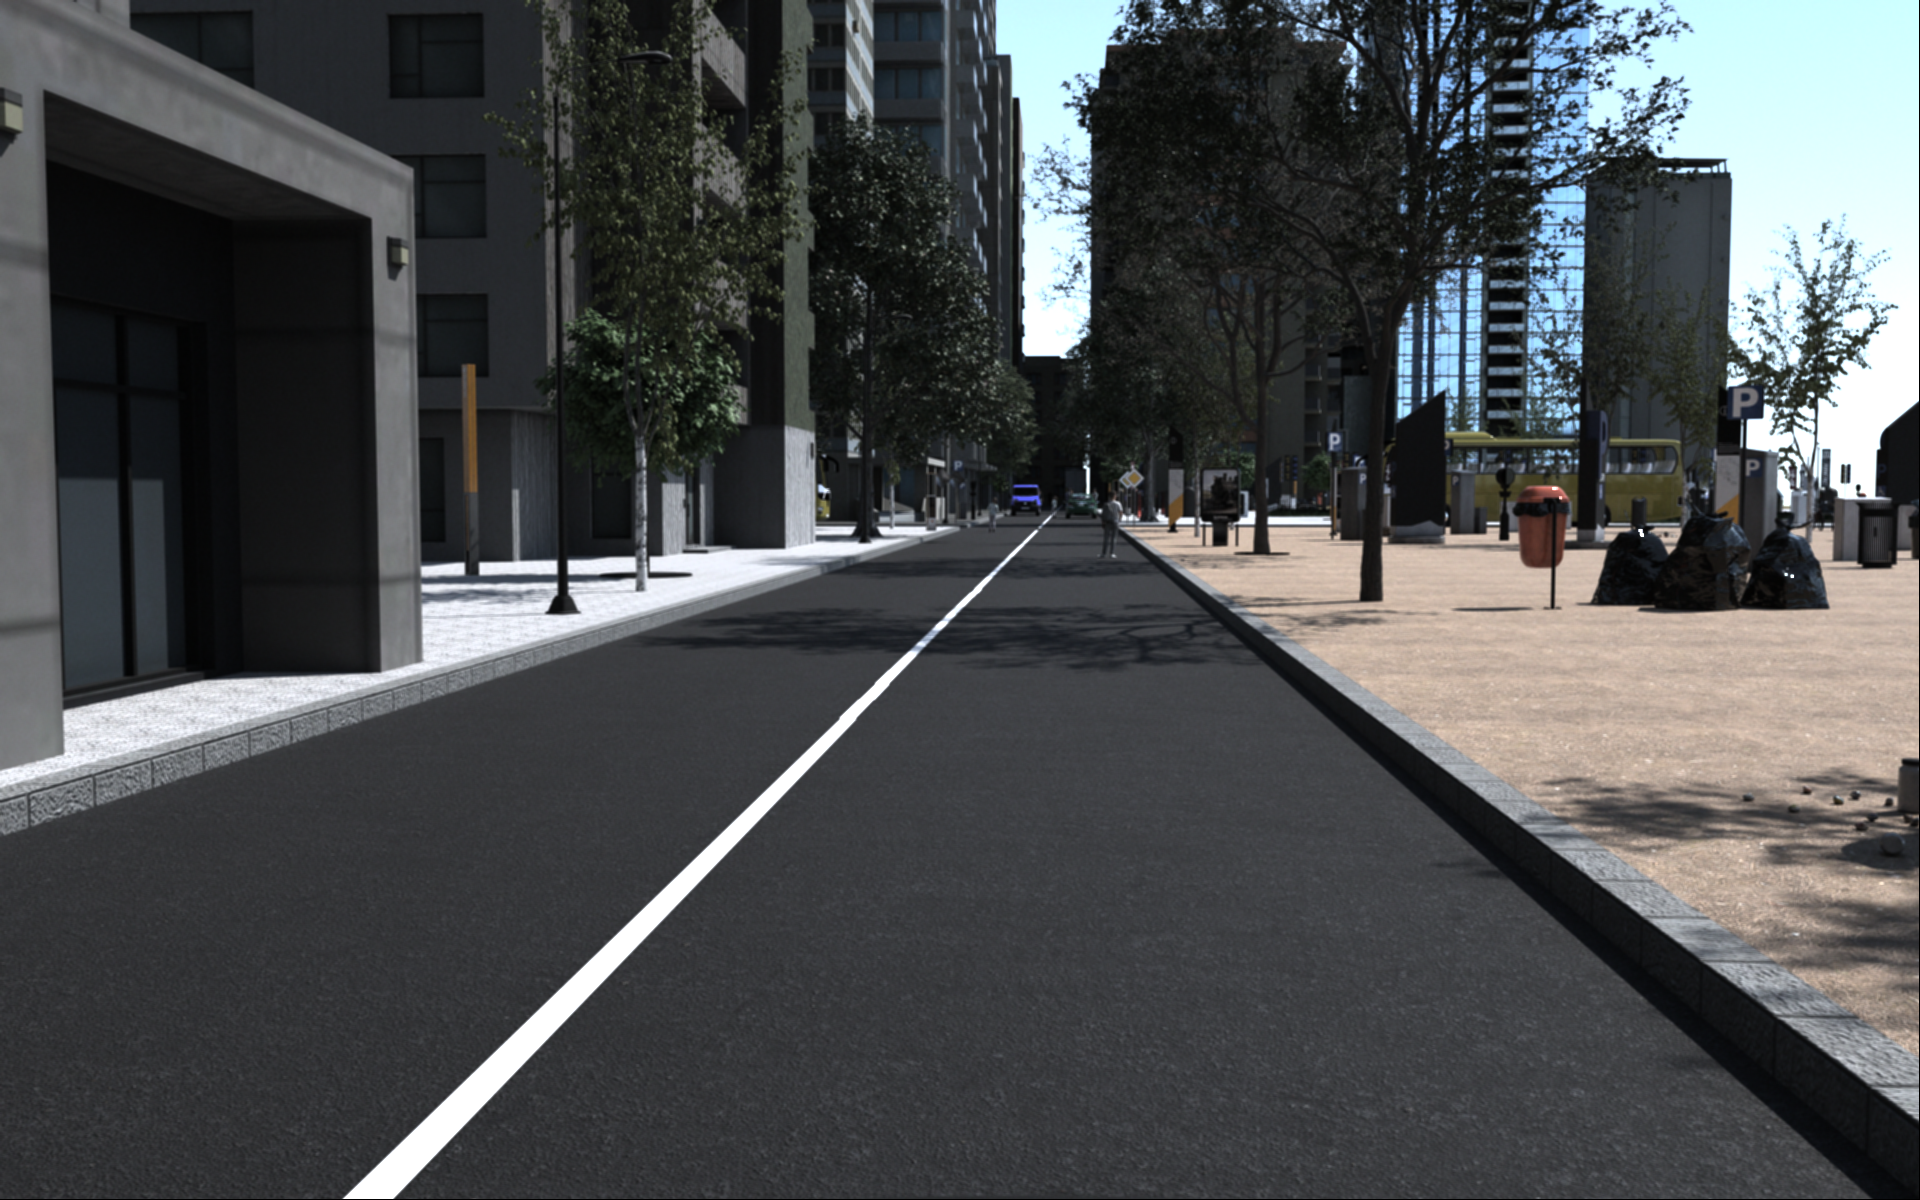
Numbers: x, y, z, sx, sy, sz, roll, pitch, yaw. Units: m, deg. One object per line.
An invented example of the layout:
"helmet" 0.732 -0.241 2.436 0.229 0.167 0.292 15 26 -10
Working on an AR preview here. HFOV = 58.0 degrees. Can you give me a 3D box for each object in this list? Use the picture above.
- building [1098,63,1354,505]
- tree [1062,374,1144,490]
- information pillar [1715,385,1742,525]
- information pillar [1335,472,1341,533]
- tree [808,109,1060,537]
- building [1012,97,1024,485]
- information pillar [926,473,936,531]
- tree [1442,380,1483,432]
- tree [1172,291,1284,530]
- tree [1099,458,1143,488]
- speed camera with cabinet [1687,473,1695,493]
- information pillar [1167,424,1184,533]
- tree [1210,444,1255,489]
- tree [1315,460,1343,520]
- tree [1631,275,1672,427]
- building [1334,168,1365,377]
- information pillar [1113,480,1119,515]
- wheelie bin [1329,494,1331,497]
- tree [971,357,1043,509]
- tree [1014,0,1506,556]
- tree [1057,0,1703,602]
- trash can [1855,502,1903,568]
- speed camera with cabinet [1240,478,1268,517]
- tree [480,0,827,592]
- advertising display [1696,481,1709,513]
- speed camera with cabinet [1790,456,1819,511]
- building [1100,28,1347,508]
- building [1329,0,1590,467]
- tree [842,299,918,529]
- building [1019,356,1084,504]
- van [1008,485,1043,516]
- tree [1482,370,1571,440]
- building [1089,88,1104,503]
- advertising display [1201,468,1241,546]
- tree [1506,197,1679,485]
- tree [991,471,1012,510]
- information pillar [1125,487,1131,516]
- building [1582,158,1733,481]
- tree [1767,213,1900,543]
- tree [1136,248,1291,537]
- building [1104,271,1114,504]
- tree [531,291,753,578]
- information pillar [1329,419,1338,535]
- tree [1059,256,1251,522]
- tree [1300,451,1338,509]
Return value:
"building" 31.060 -37.958 209.858 28.713 52.752 27.495 0 4 4
"tree" 12.111 -13.028 138.767 9.928 11.665 9.643 0 3 0
"information pillar" 16.411 -2.793 37.028 0.504 3.616 0.183 2 4 26
"information pillar" 12.699 -3.258 57.756 0.304 2.012 0.304 1 4 18
"tree" -2.710 -8.251 51.919 9.611 12.733 9.660 0 3 0
"building" -0.128 -33.174 192.499 14.600 45.320 14.200 0 4 4
"information pillar" -1.009 -3.435 60.649 0.304 2.012 0.304 -1 4 -16
"tree" 32.359 -9.925 112.633 4.737 8.622 4.395 0 3 0
"tree" 9.703 -6.824 61.938 4.737 8.622 4.395 0 3 0
"tree" 10.982 -7.991 114.373 4.285 4.588 4.351 0 3 0
"speed camera with cabinet" 58.997 -8.808 138.339 2.038 3.252 0.660 0 4 8
"information pillar" 7.183 -4.058 57.696 0.504 3.616 0.183 1 4 11
"tree" 17.830 -7.871 112.406 4.285 4.588 4.351 0 3 0
"tree" 18.666 -5.588 85.959 1.663 3.219 1.824 0 3 0
"tree" 24.798 -6.616 58.531 4.737 8.622 4.395 0 3 0
"building" 58.329 -37.694 240.003 21.600 48.544 21.300 0 4 4
"information pillar" 8.119 -5.225 89.916 0.304 2.012 0.304 0 4 8
"wheelie bin" 22.344 -5.788 102.534 0.980 1.594 0.693 2 4 28
"tree" 3.469 -13.810 143.917 7.486 12.596 7.792 0 3 0
"tree" 6.233 -7.696 36.193 12.009 13.543 11.850 0 3 0
"tree" 4.717 -5.247 20.196 8.767 10.594 7.601 2 4 35
"trash can" 15.971 -1.130 30.134 0.748 1.137 0.748 0 3 0
"speed camera with cabinet" 15.989 -6.203 95.760 2.038 3.252 0.660 1 4 11
"tree" -3.965 -4.421 22.652 4.737 8.622 4.395 0 3 0
"advertising display" 35.816 -4.790 83.524 0.974 1.923 0.123 -3 4 -37
"speed camera with cabinet" 43.630 -5.814 89.394 2.038 3.252 0.660 -3 5 -40
"building" 24.832 -31.400 168.008 22.147 44.769 28.867 0 4 4
"building" 61.985 -54.864 209.701 31.000 86.520 22.319 0 4 4
"tree" -2.735 -6.947 63.940 4.737 8.622 4.395 0 3 0
"building" 3.138 -24.621 247.590 28.899 21.520 27.650 0 4 4
"van" 4.351 -6.735 114.506 2.240 2.365 5.245 0 4 3
"tree" 33.444 -9.176 100.389 4.737 8.622 4.395 0 3 0
"building" 32.422 -42.817 242.060 28.212 58.520 21.231 0 4 4
"advertising display" 6.439 -2.298 42.792 0.974 1.923 0.123 2 4 27
"tree" 16.144 -5.716 43.822 4.360 8.622 3.978 0 3 0
"tree" 3.354 -8.807 138.598 1.663 3.219 1.824 0 3 0
"information pillar" 9.818 -5.912 101.146 0.304 2.012 0.304 -1 4 -11
"building" 84.816 -32.370 212.851 14.086 41.232 14.154 0 4 4
"tree" 22.117 -5.812 45.387 4.737 8.622 4.395 0 3 0
"tree" 7.278 -6.172 51.270 4.360 8.622 3.978 0 3 0
"building" 22.875 -25.600 190.265 14.160 30.474 14.107 0 4 4
"tree" -4.947 -2.650 27.042 4.285 4.588 4.351 0 3 0
"information pillar" 11.645 -3.829 53.964 0.183 3.616 0.504 0 4 1
"tree" 8.791 -10.003 80.550 9.611 12.733 9.660 0 3 0
"tree" 26.799 -8.783 127.315 4.285 4.588 4.351 0 3 0
